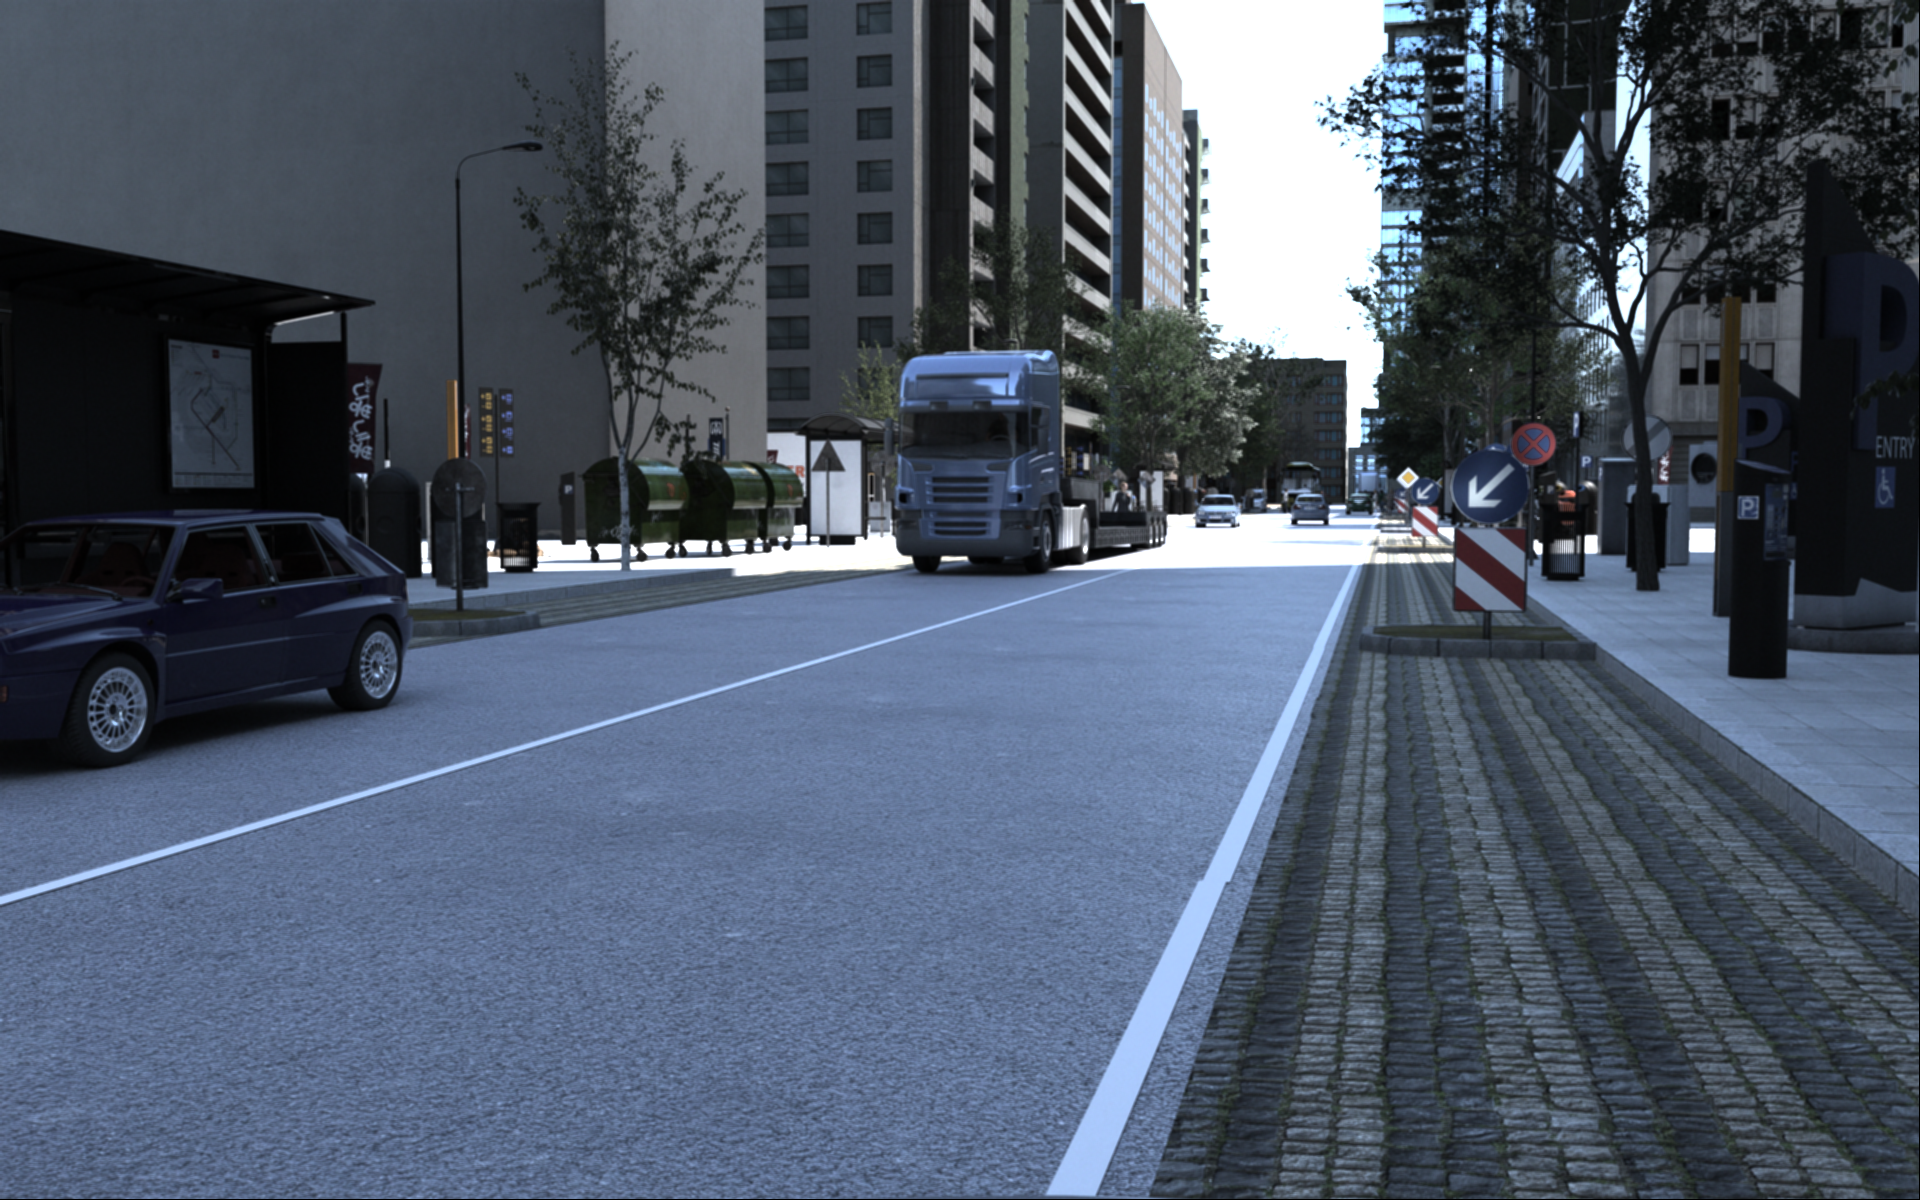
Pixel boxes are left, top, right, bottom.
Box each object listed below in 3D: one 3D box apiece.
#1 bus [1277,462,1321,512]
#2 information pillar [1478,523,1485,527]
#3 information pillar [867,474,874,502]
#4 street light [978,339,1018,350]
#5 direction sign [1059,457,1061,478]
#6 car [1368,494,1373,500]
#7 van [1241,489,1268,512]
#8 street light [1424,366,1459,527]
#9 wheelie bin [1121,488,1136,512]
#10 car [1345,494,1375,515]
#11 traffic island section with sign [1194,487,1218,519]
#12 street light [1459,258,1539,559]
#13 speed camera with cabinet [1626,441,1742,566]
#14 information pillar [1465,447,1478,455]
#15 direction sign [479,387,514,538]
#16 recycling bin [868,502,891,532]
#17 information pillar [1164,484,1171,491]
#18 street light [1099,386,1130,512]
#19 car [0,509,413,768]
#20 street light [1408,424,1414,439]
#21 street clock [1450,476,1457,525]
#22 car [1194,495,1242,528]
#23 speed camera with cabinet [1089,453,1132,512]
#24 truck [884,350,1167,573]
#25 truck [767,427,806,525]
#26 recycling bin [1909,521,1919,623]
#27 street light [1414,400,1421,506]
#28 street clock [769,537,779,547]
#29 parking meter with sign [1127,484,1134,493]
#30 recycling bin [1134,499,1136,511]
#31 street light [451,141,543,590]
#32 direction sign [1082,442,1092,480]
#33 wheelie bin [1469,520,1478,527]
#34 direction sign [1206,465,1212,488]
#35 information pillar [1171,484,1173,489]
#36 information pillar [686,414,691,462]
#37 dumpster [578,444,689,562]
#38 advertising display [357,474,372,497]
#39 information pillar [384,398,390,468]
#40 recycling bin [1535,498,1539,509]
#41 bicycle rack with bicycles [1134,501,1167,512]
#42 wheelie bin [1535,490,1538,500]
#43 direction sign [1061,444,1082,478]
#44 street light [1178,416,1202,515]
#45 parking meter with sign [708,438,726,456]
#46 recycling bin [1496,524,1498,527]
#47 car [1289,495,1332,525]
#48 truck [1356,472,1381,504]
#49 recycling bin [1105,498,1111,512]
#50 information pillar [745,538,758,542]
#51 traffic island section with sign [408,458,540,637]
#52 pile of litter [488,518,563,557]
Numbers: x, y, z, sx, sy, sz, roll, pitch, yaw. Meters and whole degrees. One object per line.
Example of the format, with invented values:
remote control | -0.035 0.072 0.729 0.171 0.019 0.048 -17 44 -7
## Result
bus | 27.151 -8.950 137.873 2.896 3.916 12.252 1 4 14
information pillar | 13.989 -2.542 46.046 0.304 2.012 0.304 -3 4 -39
information pillar | -3.298 -3.546 62.469 0.304 2.012 0.304 3 4 38
street light | 1.054 -4.874 52.234 1.470 5.913 1.316 1 4 14
direction sign | 5.942 -6.938 105.427 0.876 3.537 0.379 -2 4 -32
car | 42.735 -10.546 182.216 2.009 1.686 4.222 1 4 16
van | 22.769 -7.752 133.763 2.013 2.044 4.112 1 4 14
street light | 17.738 -5.533 63.012 1.470 5.913 1.316 1 4 14
wheelie bin | 8.655 -5.006 89.751 0.980 1.594 0.693 1 4 17
car | 28.287 -6.774 122.560 2.131 1.459 4.920 1 4 14
traffic island section with sign | 14.599 -5.580 99.861 1.989 1.847 2.006 1 4 14
street light | 10.714 -3.766 34.113 1.470 5.913 1.316 1 4 14
speed camera with cabinet | 12.886 -2.235 30.883 0.660 3.252 2.038 -2 4 -26
information pillar | 25.396 -5.776 85.784 0.504 3.616 0.183 2 4 26
direction sign | -9.903 -2.757 37.067 0.379 3.537 0.876 3 4 36
recycling bin | -2.706 -2.798 58.308 0.722 1.027 0.722 0 4 -8
information pillar | 14.742 -7.311 124.020 0.304 2.012 0.304 -2 4 -32
street light | 6.610 -6.253 74.774 1.470 5.913 1.316 1 4 14
car | -4.976 0.132 10.427 1.945 1.354 3.894 1 4 13
street light | 30.554 -8.682 114.487 1.470 5.913 1.316 1 4 14
street clock | 20.303 -4.072 71.152 0.358 2.002 0.471 2 4 25
car | 11.195 -3.851 74.966 2.014 1.417 4.499 1 4 12
speed camera with cabinet | 7.331 -5.505 84.350 2.038 3.252 0.660 0 4 -2
truck | 2.148 -2.969 38.310 2.967 4.110 18.799 1 4 14
truck | -9.937 -5.264 74.972 11.283 4.237 2.839 1 4 16
recycling bin | 9.302 -0.255 16.725 0.722 1.027 0.722 -1 4 -18
street light | 23.181 -6.884 85.086 1.470 5.913 1.316 1 4 14
street clock | -4.547 -2.301 42.184 0.471 2.002 0.358 -2 4 -30
parking meter with sign | 12.584 -8.132 129.220 1.738 3.016 0.543 0 4 -7
recycling bin | 10.289 -5.713 105.964 0.722 1.027 0.722 -3 4 -36
street light | -6.159 -3.090 23.058 1.470 5.913 1.316 1 4 14
direction sign | 5.663 -5.092 75.256 0.379 3.537 0.876 1 4 10
wheelie bin | 18.307 -3.238 60.854 0.980 1.594 0.693 3 5 44
direction sign | 17.902 -8.112 124.634 0.379 3.537 0.876 -1 4 -19
information pillar | 15.729 -7.650 129.574 0.304 2.012 0.304 3 5 43
information pillar | -7.894 -3.608 50.348 0.183 3.616 0.504 0 4 -3
dumpster | -6.271 -1.884 33.291 1.502 2.255 1.985 1 4 14
advertising display | -15.438 -2.422 44.811 0.123 1.923 0.974 -3 5 -40
information pillar | -14.080 -3.134 42.590 0.183 3.616 0.504 -1 4 -16
recycling bin | 25.950 -3.997 77.900 0.722 1.027 0.722 0 4 3
bicycle rack with bicycles | 10.086 -4.991 94.980 2.852 0.926 2.925 -1 4 -21
wheelie bin | 39.741 -6.830 119.572 0.693 1.594 0.980 0 4 5
direction sign | 5.203 -5.322 79.008 0.876 3.537 0.379 1 4 17
street light | 13.798 -8.029 103.820 1.470 5.913 1.316 1 4 14
parking meter with sign | -7.681 -3.492 53.359 0.543 3.016 1.738 0 4 6
recycling bin | 15.925 -2.377 51.416 0.722 1.027 0.722 2 4 35
car | 16.561 -4.272 81.848 2.014 1.417 4.499 1 4 13
truck | 48.482 -13.204 205.636 2.967 4.110 18.799 1 4 13
recycling bin | 10.338 -6.454 118.074 0.722 1.027 0.722 3 5 44
information pillar | -5.633 -2.577 46.633 0.304 2.012 0.304 1 4 9
traffic island section with sign | -5.558 -0.588 18.239 1.989 1.847 2.006 1 4 14
pile of litter | -9.016 -1.308 35.350 1.719 0.858 1.176 1 4 17
